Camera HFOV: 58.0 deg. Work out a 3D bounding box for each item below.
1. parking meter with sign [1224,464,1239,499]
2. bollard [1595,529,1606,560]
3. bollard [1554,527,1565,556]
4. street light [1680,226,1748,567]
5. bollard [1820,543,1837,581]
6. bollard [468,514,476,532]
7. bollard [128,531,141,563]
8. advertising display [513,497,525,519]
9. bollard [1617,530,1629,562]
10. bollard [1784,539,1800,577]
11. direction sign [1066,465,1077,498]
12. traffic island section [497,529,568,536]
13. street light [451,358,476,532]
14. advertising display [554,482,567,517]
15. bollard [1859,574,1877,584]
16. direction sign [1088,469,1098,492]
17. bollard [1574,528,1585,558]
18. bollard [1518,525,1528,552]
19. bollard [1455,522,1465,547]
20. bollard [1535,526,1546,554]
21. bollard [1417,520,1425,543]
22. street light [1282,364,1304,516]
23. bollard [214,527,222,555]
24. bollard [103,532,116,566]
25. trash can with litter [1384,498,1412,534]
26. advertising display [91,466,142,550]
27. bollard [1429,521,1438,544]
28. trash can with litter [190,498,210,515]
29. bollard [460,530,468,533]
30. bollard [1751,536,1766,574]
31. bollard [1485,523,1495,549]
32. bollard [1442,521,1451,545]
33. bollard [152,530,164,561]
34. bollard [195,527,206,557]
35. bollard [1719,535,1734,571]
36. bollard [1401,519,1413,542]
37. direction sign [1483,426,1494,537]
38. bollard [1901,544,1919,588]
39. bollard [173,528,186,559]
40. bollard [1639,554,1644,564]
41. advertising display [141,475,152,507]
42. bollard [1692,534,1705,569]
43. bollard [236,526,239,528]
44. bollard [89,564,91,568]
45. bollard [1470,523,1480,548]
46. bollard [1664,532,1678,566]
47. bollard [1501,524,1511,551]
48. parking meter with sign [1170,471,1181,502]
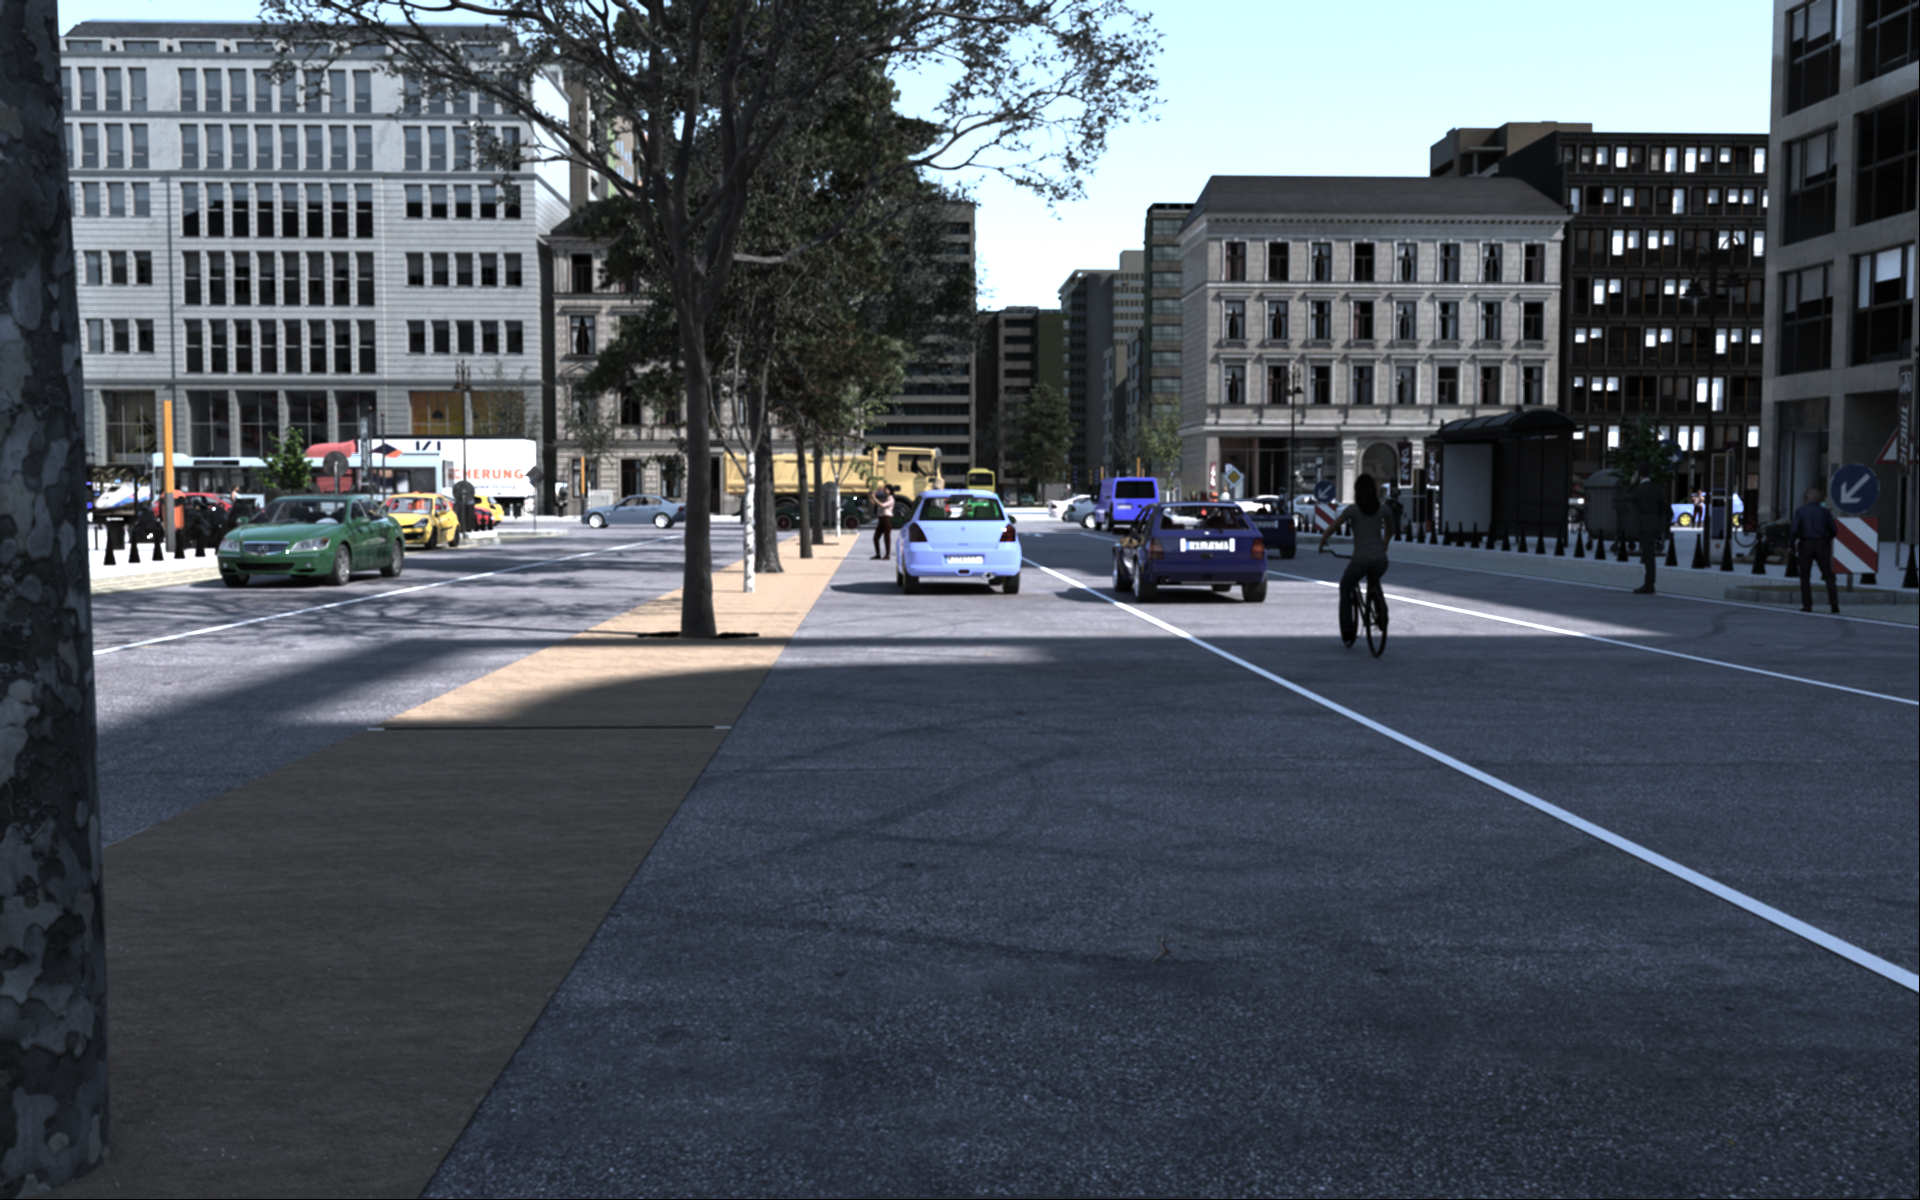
[{"bbox_3d":[15.883,-6.360,100.249,0.543,3.016,1.738,2,4,31],"label":"parking meter with sign"},{"bbox_3d":[12.566,-1.097,33.975,0.229,0.601,0.229,0,3,0],"label":"bollard"},{"bbox_3d":[12.479,-1.223,36.043,0.229,0.601,0.229,0,3,0],"label":"bollard"},{"bbox_3d":[13.080,-3.511,30.198,0.468,5.910,1.993,0,4,-2],"label":"street light"},{"bbox_3d":[12.912,-0.592,25.726,0.229,0.601,0.229,0,3,0],"label":"bollard"},{"bbox_3d":[-16.439,-2.564,57.958,0.229,0.601,0.229,0,3,0],"label":"bollard"},{"bbox_3d":[-15.357,-0.988,32.199,0.229,0.601,0.229,0,3,0],"label":"bollard"},{"bbox_3d":[-24.633,-5.589,96.601,0.123,1.923,0.974,2,4,28],"label":"advertising display"},{"bbox_3d":[12.611,-1.034,32.949,0.229,0.601,0.229,0,3,0],"label":"bollard"},{"bbox_3d":[12.865,-0.656,26.760,0.229,0.601,0.229,0,3,0],"label":"bollard"},{"bbox_3d":[8.587,-8.647,133.379,0.876,3.537,0.379,1,4,20],"label":"direction sign"},{"bbox_3d":[-14.973,-2.364,60.939,2.009,0.180,2.903,0,4,-2],"label":"traffic island section"},{"bbox_3d":[-16.904,-5.277,59.074,0.468,5.910,1.993,0,4,-2],"label":"street light"},{"bbox_3d":[-21.946,-5.502,95.177,0.123,1.923,0.974,2,4,27],"label":"advertising display"},{"bbox_3d":[12.954,-0.529,24.686,0.229,0.601,0.229,0,3,0],"label":"bollard"},{"bbox_3d":[11.889,-9.944,154.579,0.876,3.537,0.379,0,4,5],"label":"direction sign"},{"bbox_3d":[12.521,-1.160,35.000,0.229,0.601,0.229,0,3,0],"label":"bollard"},{"bbox_3d":[12.389,-1.350,38.118,0.229,0.601,0.229,0,3,0],"label":"bollard"},{"bbox_3d":[12.215,-1.604,42.272,0.229,0.601,0.229,0,3,0],"label":"bollard"},{"bbox_3d":[12.432,-1.287,37.081,0.229,0.601,0.229,0,3,0],"label":"bollard"},{"bbox_3d":[12.085,-1.795,45.383,0.229,0.601,0.229,0,3,0],"label":"bollard"},{"bbox_3d":[11.814,-5.425,61.494,0.468,5.910,1.993,0,4,-2],"label":"street light"},{"bbox_3d":[-15.527,-1.240,36.313,0.229,0.601,0.229,0,3,0],"label":"bollard"},{"bbox_3d":[-15.312,-0.925,31.173,0.229,0.601,0.229,0,3,0],"label":"bollard"},{"bbox_3d":[13.980,-2.679,55.192,1.055,1.170,0.624,-2,4,-25],"label":"trash can with litter"},{"bbox_3d":[-19.338,-2.106,39.642,0.974,1.923,0.123,0,4,-8],"label":"advertising display"},{"bbox_3d":[12.129,-1.731,44.341,0.229,0.601,0.229,0,3,0],"label":"bollard"},{"bbox_3d":[-21.195,-2.295,48.908,1.055,1.170,0.624,-2,4,-29],"label":"trash can with litter"},{"bbox_3d":[-16.396,-2.501,56.932,0.229,0.601,0.229,0,3,0],"label":"bollard"},{"bbox_3d":[12.827,-0.719,27.801,0.229,0.601,0.229,0,3,0],"label":"bollard"},{"bbox_3d":[12.304,-1.476,40.181,0.229,0.601,0.229,0,3,0],"label":"bollard"},{"bbox_3d":[12.172,-1.667,43.298,0.229,0.601,0.229,0,3,0],"label":"bollard"},{"bbox_3d":[-15.398,-1.051,33.229,0.229,0.601,0.229,0,3,0],"label":"bollard"},{"bbox_3d":[-15.485,-1.177,35.280,0.229,0.601,0.229,0,3,0],"label":"bollard"},{"bbox_3d":[12.778,-0.783,28.846,0.229,0.601,0.229,0,3,0],"label":"bollard"},{"bbox_3d":[12.042,-1.858,46.414,0.229,0.601,0.229,0,3,0],"label":"bollard"},{"bbox_3d":[15.823,-3.685,52.245,0.379,3.537,0.876,-1,4,-18],"label":"direction sign"},{"bbox_3d":[13.002,-0.466,23.661,0.229,0.601,0.229,0,3,0],"label":"bollard"},{"bbox_3d":[-15.444,-1.114,34.255,0.229,0.601,0.229,0,3,0],"label":"bollard"},{"bbox_3d":[12.654,-0.971,31.923,0.229,0.601,0.229,0,3,0],"label":"bollard"},{"bbox_3d":[-27.889,-3.265,58.591,0.974,1.923,0.123,-3,4,-37],"label":"advertising display"},{"bbox_3d":[12.738,-0.846,29.872,0.229,0.601,0.229,0,3,0],"label":"bollard"},{"bbox_3d":[-15.571,-1.303,37.339,0.229,0.601,0.229,0,3,0],"label":"bollard"},{"bbox_3d":[-15.267,-0.862,30.139,0.229,0.601,0.229,0,3,0],"label":"bollard"},{"bbox_3d":[12.262,-1.540,41.228,0.229,0.601,0.229,0,3,0],"label":"bollard"},{"bbox_3d":[12.696,-0.909,30.897,0.229,0.601,0.229,0,3,0],"label":"bollard"},{"bbox_3d":[12.347,-1.414,39.155,0.229,0.601,0.229,0,3,0],"label":"bollard"},{"bbox_3d":[17.128,-8.418,133.897,1.738,3.016,0.543,-2,4,-24],"label":"parking meter with sign"}]
